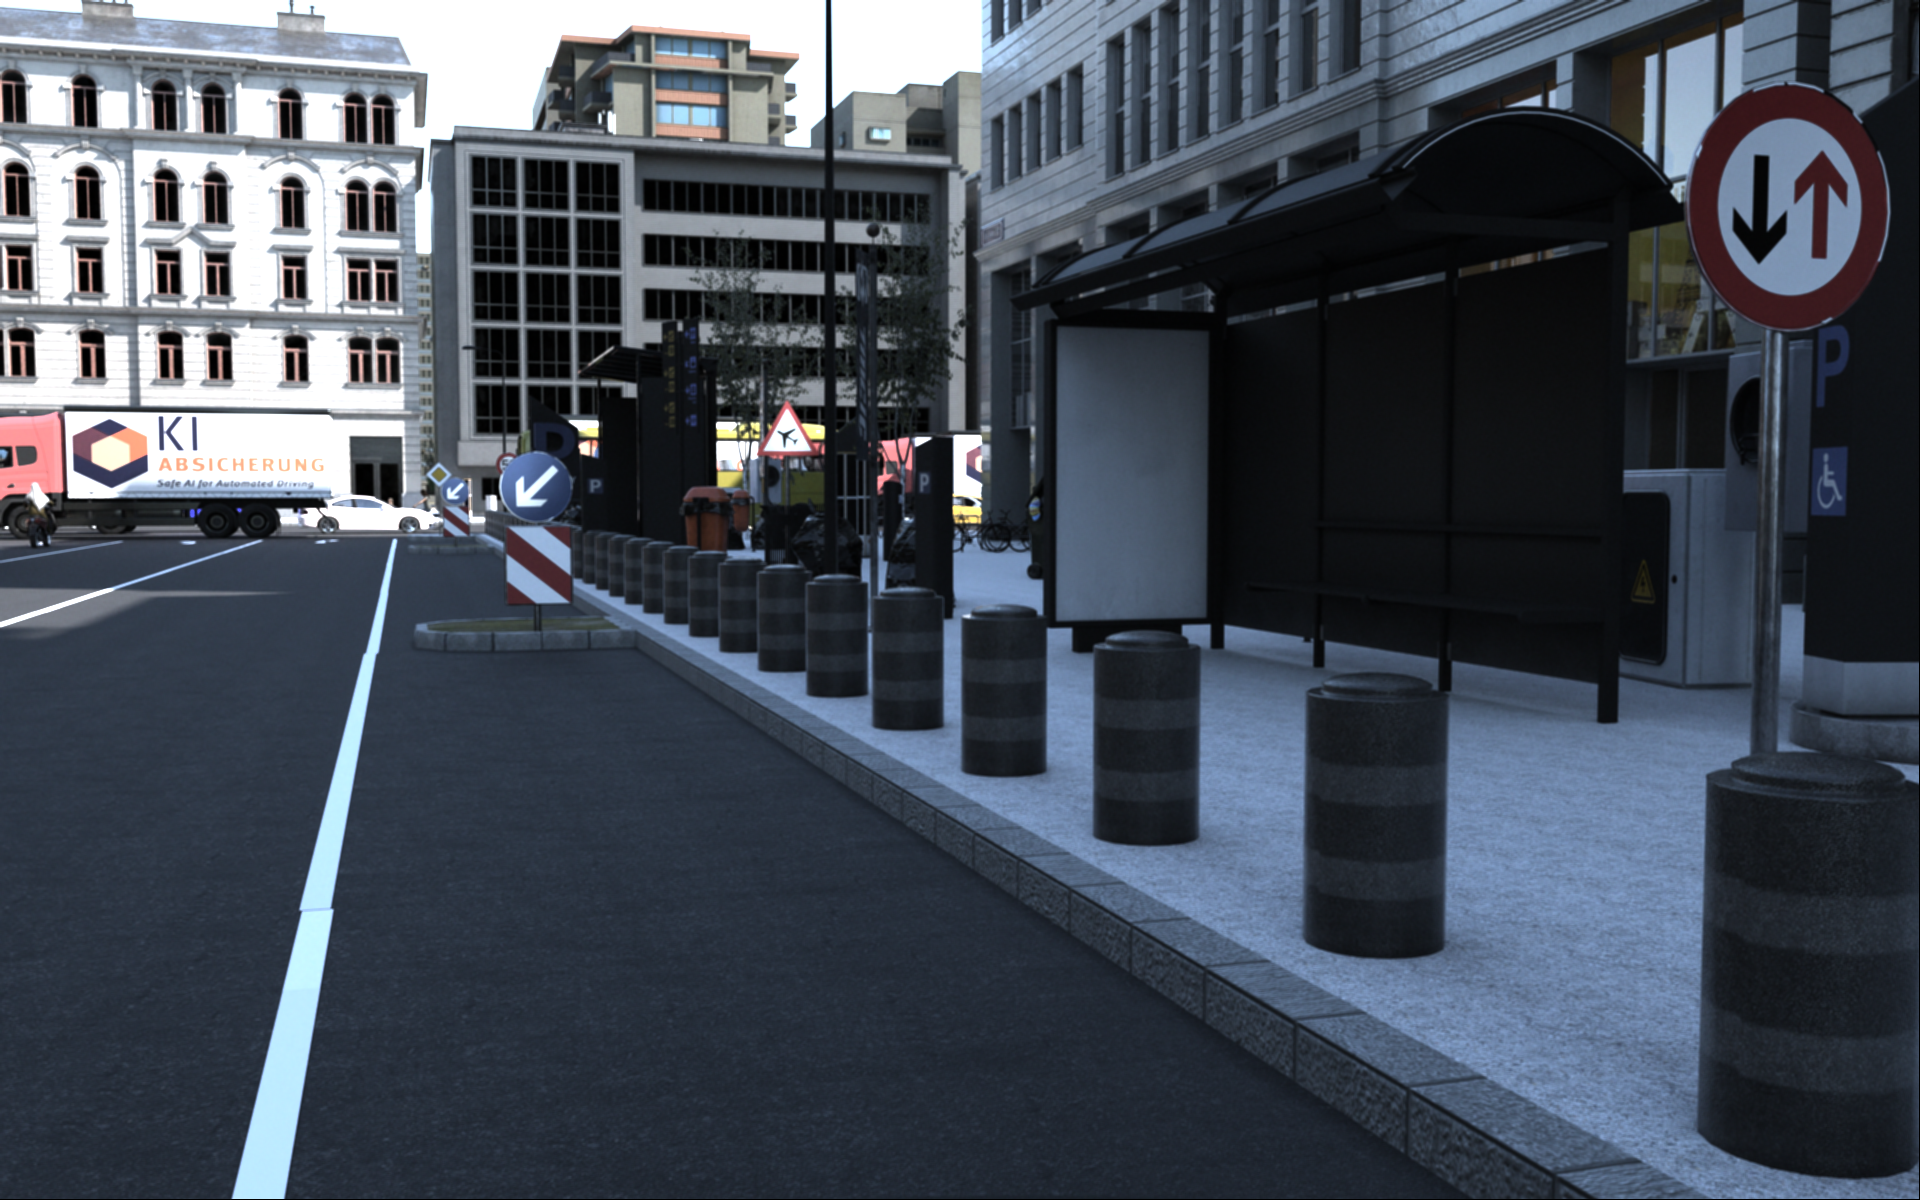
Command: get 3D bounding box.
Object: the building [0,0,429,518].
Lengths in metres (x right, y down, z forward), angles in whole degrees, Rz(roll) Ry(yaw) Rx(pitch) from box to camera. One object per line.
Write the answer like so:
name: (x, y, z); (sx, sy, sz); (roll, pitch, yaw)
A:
building: (-41.365, -18.811, 94.957); (23.554, 28.519, 14.401); (-1, 4, -18)

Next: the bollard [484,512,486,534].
bollard: (-14.539, -2.401, 53.980); (0.404, 0.777, 0.398); (0, 3, 0)

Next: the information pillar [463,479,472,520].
information pillar: (-24.110, -4.911, 84.789); (0.304, 2.012, 0.304); (0, 4, 2)

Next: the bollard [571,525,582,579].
bollard: (-5.692, -0.714, 26.391); (0.404, 0.777, 0.398); (0, 3, 0)

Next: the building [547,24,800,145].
building: (-28.001, -31.385, 167.775); (22.147, 44.769, 28.867); (-1, 4, -18)

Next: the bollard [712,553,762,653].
bollard: (-1.771, 0.034, 14.160); (0.404, 0.777, 0.398); (0, 3, 0)

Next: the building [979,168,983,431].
building: (13.560, -17.950, 112.543); (30.058, 24.678, 14.314); (-1, 4, -18)

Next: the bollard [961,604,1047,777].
bollard: (0.204, 0.410, 8.021); (0.404, 0.777, 0.398); (0, 3, 0)

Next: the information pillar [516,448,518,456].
information pillar: (-22.578, -5.946, 88.574); (0.183, 3.616, 0.504); (-2, 4, -32)

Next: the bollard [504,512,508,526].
bollard: (-11.098, -1.746, 43.257); (0.404, 0.777, 0.398); (0, 3, 0)

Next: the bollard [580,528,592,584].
bollard: (-5.199, -0.621, 24.865); (0.404, 0.777, 0.398); (0, 3, 0)

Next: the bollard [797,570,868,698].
bollard: (-0.786, 0.222, 11.083); (0.404, 0.777, 0.398); (0, 3, 0)

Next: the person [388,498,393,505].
person: (-25.349, -3.904, 76.993); (0.373, 1.253, 0.362); (1, 4, 22)

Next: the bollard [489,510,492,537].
bollard: (-13.559, -2.215, 50.928); (0.404, 0.777, 0.398); (0, 3, 0)

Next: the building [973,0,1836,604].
building: (10.190, -15.743, 34.897); (11.434, 29.767, 29.804); (-1, 4, -18)

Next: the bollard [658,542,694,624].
bollard: (-2.746, -0.153, 17.220); (0.404, 0.777, 0.398); (0, 3, 0)

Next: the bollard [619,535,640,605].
bollard: (-3.726, -0.340, 20.272); (0.404, 0.777, 0.398); (0, 3, 0)

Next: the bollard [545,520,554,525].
bollard: (-7.162, -0.995, 30.982); (0.404, 0.777, 0.398); (0, 3, 0)

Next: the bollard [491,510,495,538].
bollard: (-13.071, -2.121, 49.398); (0.404, 0.777, 0.398); (0, 3, 0)

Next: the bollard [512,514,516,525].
bollard: (-10.121, -1.559, 40.203); (0.404, 0.777, 0.398); (0, 3, 0)

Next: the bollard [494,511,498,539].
bollard: (-12.576, -2.027, 47.862); (0.404, 0.777, 0.398); (0, 3, 0)

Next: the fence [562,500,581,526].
fence: (-7.125, -1.491, 35.581); (2.264, 1.192, 0.480); (0, 4, 2)

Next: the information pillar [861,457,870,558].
information pillar: (-1.939, -1.853, 34.791); (0.304, 2.012, 0.304); (2, 4, 33)

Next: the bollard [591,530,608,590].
bollard: (-4.707, -0.527, 23.326); (0.404, 0.777, 0.398); (0, 3, 0)

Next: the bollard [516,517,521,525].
bollard: (-9.625, -1.464, 38.658); (0.404, 0.777, 0.398); (0, 3, 0)

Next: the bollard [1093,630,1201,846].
bollard: (0.697, 0.503, 6.486); (0.404, 0.777, 0.398); (0, 3, 0)

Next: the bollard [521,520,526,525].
bollard: (-9.127, -1.370, 37.109); (0.404, 0.777, 0.398); (0, 3, 0)

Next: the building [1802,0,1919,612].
building: (16.334, -9.906, 11.122); (9.793, 20.994, 18.267); (-1, 4, -18)

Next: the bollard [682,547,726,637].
bollard: (-2.258, -0.060, 15.694); (0.404, 0.777, 0.398); (0, 3, 0)

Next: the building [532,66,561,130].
building: (-35.441, -34.742, 191.728); (21.300, 48.544, 21.600); (-1, 4, -18)

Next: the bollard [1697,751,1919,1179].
bollard: (1.679, 0.691, 3.418); (0.404, 0.777, 0.398); (0, 3, 0)

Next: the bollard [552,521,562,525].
bollard: (-6.671, -0.902, 29.457); (0.404, 0.777, 0.398); (0, 3, 0)

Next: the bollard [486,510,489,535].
bollard: (-14.048, -2.308, 52.454); (0.404, 0.777, 0.398); (0, 3, 0)

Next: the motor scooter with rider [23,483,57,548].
motor scooter with rider: (-24.837, -2.314, 46.792); (0.876, 1.779, 1.986); (-1, 4, -16)

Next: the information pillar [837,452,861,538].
information pillar: (-1.992, -1.585, 30.406); (0.304, 2.012, 0.304); (-3, 5, -42)

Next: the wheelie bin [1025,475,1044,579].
wheelie bin: (1.445, -1.120, 26.213); (0.693, 1.594, 0.980); (2, 4, 33)

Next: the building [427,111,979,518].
building: (-15.564, -17.328, 102.386); (30.058, 24.678, 14.314); (-1, 4, -18)

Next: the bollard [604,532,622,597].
bollard: (-4.220, -0.433, 21.799); (0.404, 0.777, 0.398); (0, 3, 0)

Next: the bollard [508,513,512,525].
bollard: (-10.614, -1.652, 41.729); (0.404, 0.777, 0.398); (0, 3, 0)

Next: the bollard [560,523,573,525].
bollard: (-6.185, -0.808, 27.930); (0.404, 0.777, 0.398); (0, 3, 0)

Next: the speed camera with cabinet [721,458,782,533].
speed camera with cabinet: (-5.525, -3.008, 43.524); (2.038, 3.252, 0.660); (-2, 4, -28)

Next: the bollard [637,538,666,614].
bollard: (-3.233, -0.246, 18.747); (0.404, 0.777, 0.398); (0, 3, 0)

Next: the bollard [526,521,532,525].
bollard: (-8.640, -1.276, 35.583); (0.404, 0.777, 0.398); (0, 3, 0)

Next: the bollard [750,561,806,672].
bollard: (-1.277, 0.127, 12.633); (0.404, 0.777, 0.398); (0, 3, 0)

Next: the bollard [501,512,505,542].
bollard: (-11.588, -1.839, 44.783); (0.404, 0.777, 0.398); (0, 3, 0)

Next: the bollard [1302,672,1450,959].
bollard: (1.187, 0.597, 4.953); (0.404, 0.777, 0.398); (0, 3, 0)

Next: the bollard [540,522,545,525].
bollard: (-7.652, -1.089, 32.521); (0.404, 0.777, 0.398); (0, 3, 0)

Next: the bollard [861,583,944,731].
bollard: (-0.287, 0.315, 9.560); (0.404, 0.777, 0.398); (0, 3, 0)

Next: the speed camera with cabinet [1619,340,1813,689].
speed camera with cabinet: (5.015, -1.035, 11.254); (0.660, 3.252, 2.038); (0, 4, -8)

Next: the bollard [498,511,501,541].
bollard: (-12.081, -1.933, 46.322); (0.404, 0.777, 0.398); (0, 3, 0)
